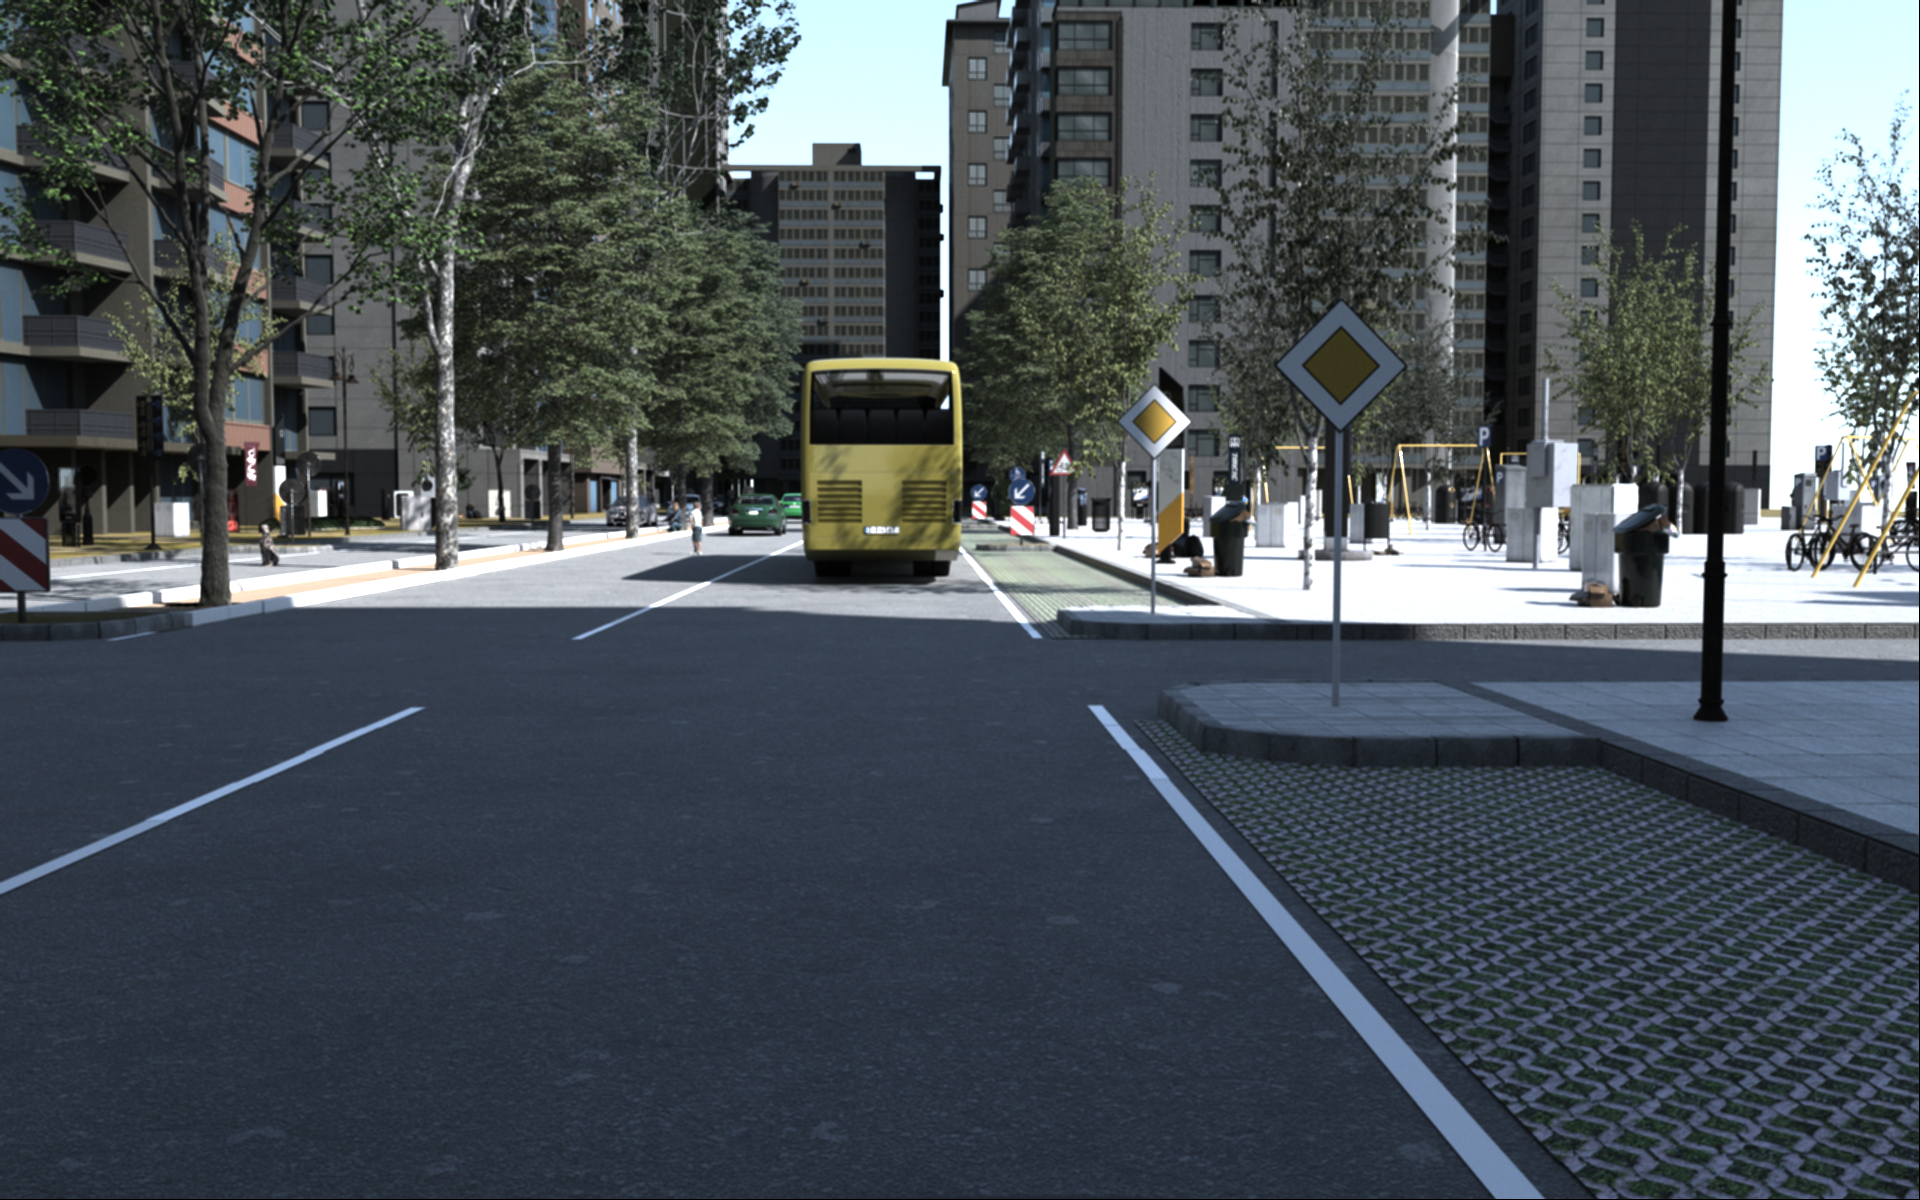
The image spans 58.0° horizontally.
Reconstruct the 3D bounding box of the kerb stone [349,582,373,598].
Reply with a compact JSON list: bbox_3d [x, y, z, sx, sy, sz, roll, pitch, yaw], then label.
[{"bbox_3d":[-8.510,-0.132,24.357,0.120,0.150,1.000,0,4,-2],"label":"kerb stone"}]

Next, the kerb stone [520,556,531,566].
[{"bbox_3d":[-8.790,-0.757,34.609,0.120,0.150,1.000,0,4,-2],"label":"kerb stone"}]

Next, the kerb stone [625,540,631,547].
[{"bbox_3d":[-9.124,-1.511,46.901,0.120,0.150,1.000,0,4,-2],"label":"kerb stone"}]

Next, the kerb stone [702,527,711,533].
[{"bbox_3d":[-9.626,-2.636,65.362,0.120,0.150,1.000,0,4,-2],"label":"kerb stone"}]

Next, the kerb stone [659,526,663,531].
[{"bbox_3d":[-11.776,-2.756,67.325,0.120,0.150,1.000,0,4,-2],"label":"kerb stone"}]

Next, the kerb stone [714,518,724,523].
[{"bbox_3d":[-12.358,-4.075,88.843,0.120,0.150,1.000,0,4,-2],"label":"kerb stone"}]

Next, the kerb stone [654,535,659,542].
[{"bbox_3d":[-9.260,-1.825,52.039,0.120,0.150,1.000,0,4,-2],"label":"kerb stone"}]

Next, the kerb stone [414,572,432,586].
[{"bbox_3d":[-8.596,-0.320,27.424,0.120,0.150,1.000,0,4,-2],"label":"kerb stone"}]

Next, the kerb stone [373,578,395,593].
[{"bbox_3d":[-8.535,-0.195,25.379,0.120,0.150,1.000,0,4,-2],"label":"kerb stone"}]

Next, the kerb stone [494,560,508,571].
[{"bbox_3d":[-8.733,-0.634,32.559,0.120,0.150,1.000,0,4,-2],"label":"kerb stone"}]

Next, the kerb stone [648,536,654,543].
[{"bbox_3d":[-9.236,-1.754,51.015,0.120,0.150,1.000,0,4,-2],"label":"kerb stone"}]

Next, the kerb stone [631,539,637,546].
[{"bbox_3d":[-9.150,-1.571,47.934,0.120,0.150,1.000,0,4,-2],"label":"kerb stone"}]

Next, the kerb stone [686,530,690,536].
[{"bbox_3d":[-9.455,-2.264,59.218,0.120,0.150,1.000,0,4,-2],"label":"kerb stone"}]

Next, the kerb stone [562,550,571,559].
[{"bbox_3d":[-8.898,-1.009,38.696,0.120,0.150,1.000,0,4,-2],"label":"kerb stone"}]

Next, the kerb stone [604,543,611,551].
[{"bbox_3d":[-9.041,-1.322,43.819,0.120,0.150,1.000,0,4,-2],"label":"kerb stone"}]

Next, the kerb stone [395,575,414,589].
[{"bbox_3d":[-8.569,-0.255,26.400,0.120,0.150,1.000,0,4,-2],"label":"kerb stone"}]

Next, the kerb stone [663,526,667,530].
[{"bbox_3d":[-11.799,-2.823,68.349,0.120,0.150,1.000,0,4,-2],"label":"kerb stone"}]

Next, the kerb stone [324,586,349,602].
[{"bbox_3d":[-8.485,-0.065,23.325,0.120,0.150,1.000,0,4,-2],"label":"kerb stone"}]

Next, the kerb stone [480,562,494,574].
[{"bbox_3d":[-8.708,-0.571,31.523,0.120,0.150,1.000,0,4,-2],"label":"kerb stone"}]

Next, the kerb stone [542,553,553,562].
[{"bbox_3d":[-8.842,-0.877,36.653,0.120,0.150,1.000,0,4,-2],"label":"kerb stone"}]

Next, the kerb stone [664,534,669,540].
[{"bbox_3d":[-9.312,-1.950,54.095,0.120,0.150,1.000,0,4,-2],"label":"kerb stone"}]

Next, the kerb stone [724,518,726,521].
[{"bbox_3d":[-12.382,-4.139,89.864,0.120,0.150,1.000,0,4,-2],"label":"kerb stone"}]

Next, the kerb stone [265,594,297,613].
[{"bbox_3d":[-8.419,0.056,21.275,0.120,0.150,1.000,0,4,-2],"label":"kerb stone"}]

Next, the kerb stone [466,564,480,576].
[{"bbox_3d":[-8.679,-0.508,30.502,0.120,0.150,1.000,0,4,-2],"label":"kerb stone"}]

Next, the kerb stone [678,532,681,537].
[{"bbox_3d":[-9.405,-2.139,57.172,0.120,0.150,1.000,0,4,-2],"label":"kerb stone"}]

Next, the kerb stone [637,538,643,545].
[{"bbox_3d":[-9.177,-1.632,48.956,0.120,0.150,1.000,0,4,-2],"label":"kerb stone"}]

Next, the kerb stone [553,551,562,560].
[{"bbox_3d":[-8.875,-0.946,37.675,0.120,0.150,1.000,0,4,-2],"label":"kerb stone"}]

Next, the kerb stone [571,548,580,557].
[{"bbox_3d":[-8.928,-1.072,39.718,0.120,0.150,1.000,0,4,-2],"label":"kerb stone"}]

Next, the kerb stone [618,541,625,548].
[{"bbox_3d":[-9.095,-1.448,45.869,0.120,0.150,1.000,0,4,-2],"label":"kerb stone"}]

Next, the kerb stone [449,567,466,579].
[{"bbox_3d":[-8.649,-0.440,29.475,0.120,0.150,1.000,0,4,-2],"label":"kerb stone"}]

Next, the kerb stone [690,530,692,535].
[{"bbox_3d":[-9.479,-2.324,60.252,0.120,0.150,1.000,0,4,-2],"label":"kerb stone"}]

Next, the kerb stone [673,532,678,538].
[{"bbox_3d":[-9.369,-2.075,56.149,0.120,0.150,1.000,0,4,-2],"label":"kerb stone"}]

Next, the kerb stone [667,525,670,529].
[{"bbox_3d":[-11.828,-2.884,69.370,0.120,0.150,1.000,0,4,-2],"label":"kerb stone"}]

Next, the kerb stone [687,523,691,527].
[{"bbox_3d":[-12.051,-3.384,77.579,0.120,0.150,1.000,0,4,-2],"label":"kerb stone"}]

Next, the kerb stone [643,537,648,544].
[{"bbox_3d":[-9.202,-1.700,49.991,0.120,0.150,1.000,0,4,-2],"label":"kerb stone"}]

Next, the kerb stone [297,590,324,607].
[{"bbox_3d":[-8.454,-0.005,22.303,0.120,0.150,1.000,0,4,-2],"label":"kerb stone"}]

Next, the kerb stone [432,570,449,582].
[{"bbox_3d":[-8.626,-0.383,28.453,0.120,0.150,1.000,0,4,-2],"label":"kerb stone"}]

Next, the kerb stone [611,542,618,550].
[{"bbox_3d":[-9.067,-1.380,44.841,0.120,0.150,1.000,0,4,-2],"label":"kerb stone"}]

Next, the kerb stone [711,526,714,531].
[{"bbox_3d":[-9.650,-2.700,66.384,0.120,0.150,1.000,0,4,-2],"label":"kerb stone"}]

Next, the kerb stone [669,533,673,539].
[{"bbox_3d":[-9.339,-2.014,55.123,0.120,0.150,1.000,0,4,-2],"label":"kerb stone"}]

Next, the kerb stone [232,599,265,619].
[{"bbox_3d":[-8.405,0.121,20.247,0.120,0.150,1.000,0,4,-2],"label":"kerb stone"}]

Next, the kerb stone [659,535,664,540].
[{"bbox_3d":[-9.294,-1.888,53.069,0.120,0.150,1.000,0,4,-2],"label":"kerb stone"}]

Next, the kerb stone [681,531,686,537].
[{"bbox_3d":[-9.426,-2.202,58.195,0.120,0.150,1.000,0,4,-2],"label":"kerb stone"}]

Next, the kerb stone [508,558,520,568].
[{"bbox_3d":[-8.759,-0.697,33.587,0.120,0.150,1.000,0,4,-2],"label":"kerb stone"}]

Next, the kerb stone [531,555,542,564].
[{"bbox_3d":[-8.817,-0.818,35.631,0.120,0.150,1.000,0,4,-2],"label":"kerb stone"}]

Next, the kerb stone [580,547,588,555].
[{"bbox_3d":[-8.961,-1.134,40.740,0.120,0.150,1.000,0,4,-2],"label":"kerb stone"}]

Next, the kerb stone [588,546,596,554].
[{"bbox_3d":[-8.986,-1.196,41.762,0.120,0.150,1.000,0,4,-2],"label":"kerb stone"}]

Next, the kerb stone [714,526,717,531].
[{"bbox_3d":[-9.680,-2.766,67.414,0.120,0.150,1.000,0,4,-2],"label":"kerb stone"}]

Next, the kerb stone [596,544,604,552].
[{"bbox_3d":[-9.017,-1.260,42.797,0.120,0.150,1.000,0,4,-2],"label":"kerb stone"}]

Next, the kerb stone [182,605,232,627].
[{"bbox_3d":[-8.372,0.182,19.223,0.120,0.150,1.000,0,4,-2],"label":"kerb stone"}]
